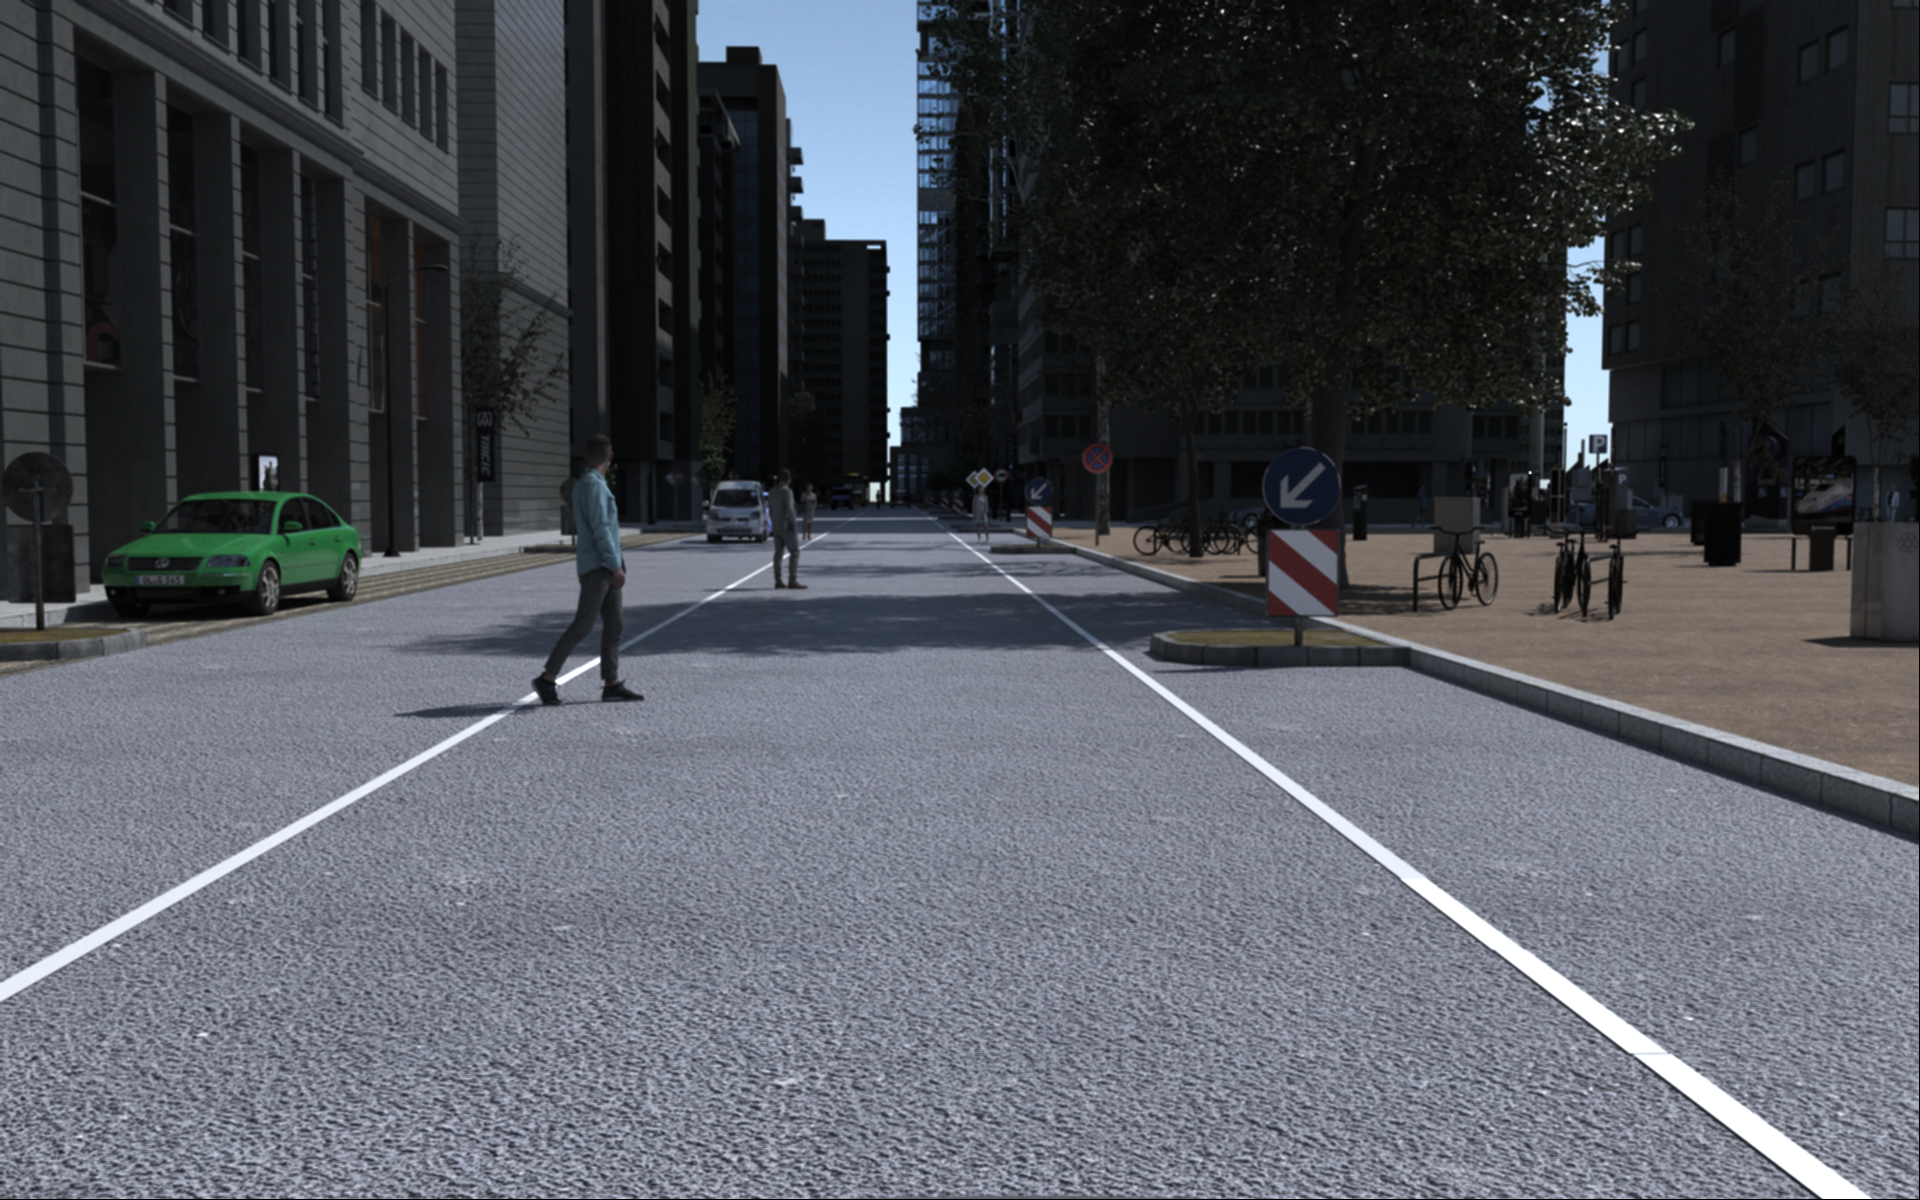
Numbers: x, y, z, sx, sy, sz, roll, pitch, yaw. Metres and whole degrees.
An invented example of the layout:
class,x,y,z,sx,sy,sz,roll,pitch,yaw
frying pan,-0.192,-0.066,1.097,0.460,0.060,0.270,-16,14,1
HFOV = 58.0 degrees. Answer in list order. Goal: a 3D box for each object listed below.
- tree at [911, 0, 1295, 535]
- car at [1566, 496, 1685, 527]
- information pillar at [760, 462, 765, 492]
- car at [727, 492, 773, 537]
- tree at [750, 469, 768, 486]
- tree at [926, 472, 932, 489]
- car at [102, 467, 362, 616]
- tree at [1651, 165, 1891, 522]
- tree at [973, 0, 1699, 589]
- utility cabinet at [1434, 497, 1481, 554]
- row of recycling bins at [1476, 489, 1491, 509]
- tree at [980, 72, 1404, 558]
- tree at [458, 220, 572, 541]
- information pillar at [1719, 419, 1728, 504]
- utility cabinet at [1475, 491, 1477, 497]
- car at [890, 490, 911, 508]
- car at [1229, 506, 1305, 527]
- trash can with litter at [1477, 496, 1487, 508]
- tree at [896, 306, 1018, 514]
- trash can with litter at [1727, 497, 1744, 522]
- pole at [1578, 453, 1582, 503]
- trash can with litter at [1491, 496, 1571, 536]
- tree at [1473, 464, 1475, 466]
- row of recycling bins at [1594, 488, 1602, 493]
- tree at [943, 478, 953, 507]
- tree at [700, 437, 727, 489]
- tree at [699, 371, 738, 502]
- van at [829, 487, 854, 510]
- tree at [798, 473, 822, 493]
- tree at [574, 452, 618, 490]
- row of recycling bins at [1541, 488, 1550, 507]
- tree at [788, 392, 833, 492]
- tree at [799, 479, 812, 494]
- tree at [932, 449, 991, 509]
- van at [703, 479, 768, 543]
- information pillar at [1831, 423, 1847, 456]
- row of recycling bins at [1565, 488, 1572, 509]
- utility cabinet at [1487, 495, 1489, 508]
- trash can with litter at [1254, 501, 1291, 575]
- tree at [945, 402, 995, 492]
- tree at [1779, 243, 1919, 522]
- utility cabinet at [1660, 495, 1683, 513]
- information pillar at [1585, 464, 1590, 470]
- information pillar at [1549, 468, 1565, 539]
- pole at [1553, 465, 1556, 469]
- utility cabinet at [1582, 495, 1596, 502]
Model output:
class,x,y,z,sx,sy,sz,roll,pitch,yaw
tree,4.508,-12.001,52.109,12.611,20.169,13.585,0,3,0
car,26.610,-3.499,69.210,4.499,1.417,2.014,0,4,-1
information pillar,-14.563,-8.355,127.959,0.183,3.616,0.504,2,4,28
car,-6.984,-3.036,59.227,1.945,1.707,3.694,0,4,0
tree,-15.702,-8.425,132.344,1.663,3.219,1.824,0,3,0
tree,-2.685,-14.581,222.119,4.285,4.588,4.351,0,3,0
car,-8.954,-0.783,21.604,1.959,1.807,4.718,0,4,-1
tree,17.915,-5.432,39.170,4.360,8.622,3.978,0,3,0
tree,5.055,-7.129,23.222,9.857,13.997,8.962,0,3,0
utility cabinet,10.696,-1.597,37.273,0.306,1.237,1.020,-2,4,-35
row of recycling bins,37.435,-7.270,125.983,3.534,1.692,1.069,1,4,22
tree,4.785,-6.163,35.170,8.767,10.594,7.601,0,4,-6
tree,-13.090,-5.956,47.743,4.360,8.622,3.978,0,3,0
information pillar,23.877,-3.842,54.170,0.183,3.616,0.504,0,4,7
utility cabinet,39.424,-7.585,132.689,1.173,1.500,0.318,3,4,36
car,-6.180,-10.478,179.991,2.281,1.827,5.304,0,4,-2
car,13.028,-3.509,69.374,4.499,1.417,2.014,0,4,-1
trash can with litter,32.699,-5.956,108.767,0.624,1.170,1.055,2,4,29
tree,1.365,-12.360,112.454,12.009,13.543,11.850,0,3,0
trash can with litter,35.737,-4.172,79.602,1.055,1.170,0.624,2,4,28
pole,30.497,-5.590,85.235,0.158,3.312,0.155,0,3,0
trash can with litter,17.441,-2.578,53.203,1.678,1.210,2.233,-3,5,-42
tree,31.415,-7.799,111.231,4.285,4.588,4.351,0,3,0
row of recycling bins,40.247,-6.098,106.818,3.534,1.692,1.069,2,4,25
tree,-0.912,-10.970,173.966,1.663,3.219,1.824,0,3,0
tree,-14.479,-6.828,95.355,4.285,4.588,4.351,0,3,0
tree,-14.828,-9.260,101.761,4.737,8.622,4.395,0,3,0
van,-10.739,-9.401,158.090,2.240,2.365,5.245,0,4,-1
tree,-19.448,-14.778,225.339,4.285,4.588,4.351,0,3,0
tree,-13.846,-4.356,65.818,1.663,3.219,1.824,0,3,0
row of recycling bins,42.269,-7.311,126.647,3.534,1.692,1.069,-3,5,-44
tree,-17.789,-16.750,191.989,7.486,12.596,7.792,0,3,0
tree,-17.796,-12.451,198.173,1.663,3.219,1.824,0,3,0
tree,1.264,-8.459,122.019,4.285,4.588,4.351,0,3,0
van,-6.681,-2.758,52.099,2.013,2.044,4.112,0,4,-4
information pillar,29.102,-4.038,57.380,0.183,3.616,0.504,-2,4,-31
row of recycling bins,41.017,-6.652,115.868,1.069,1.692,3.534,2,4,25
utility cabinet,41.042,-7.510,133.952,1.020,1.237,0.306,3,4,39
trash can with litter,5.150,-0.964,27.150,1.055,1.170,0.624,0,4,7
tree,1.152,-11.436,137.338,4.360,8.622,3.978,0,3,0
tree,27.811,-6.222,52.098,4.360,8.622,3.978,0,3,0
utility cabinet,34.566,-4.462,84.120,1.020,1.237,0.306,2,4,26
information pillar,49.232,-8.857,136.165,0.504,3.616,0.183,2,4,27
information pillar,17.164,-2.769,49.763,0.304,2.012,0.304,-3,5,-39
pole,41.735,-7.819,121.677,0.158,3.312,0.155,0,3,0
utility cabinet,31.619,-4.609,86.511,1.020,1.237,0.306,2,4,34
